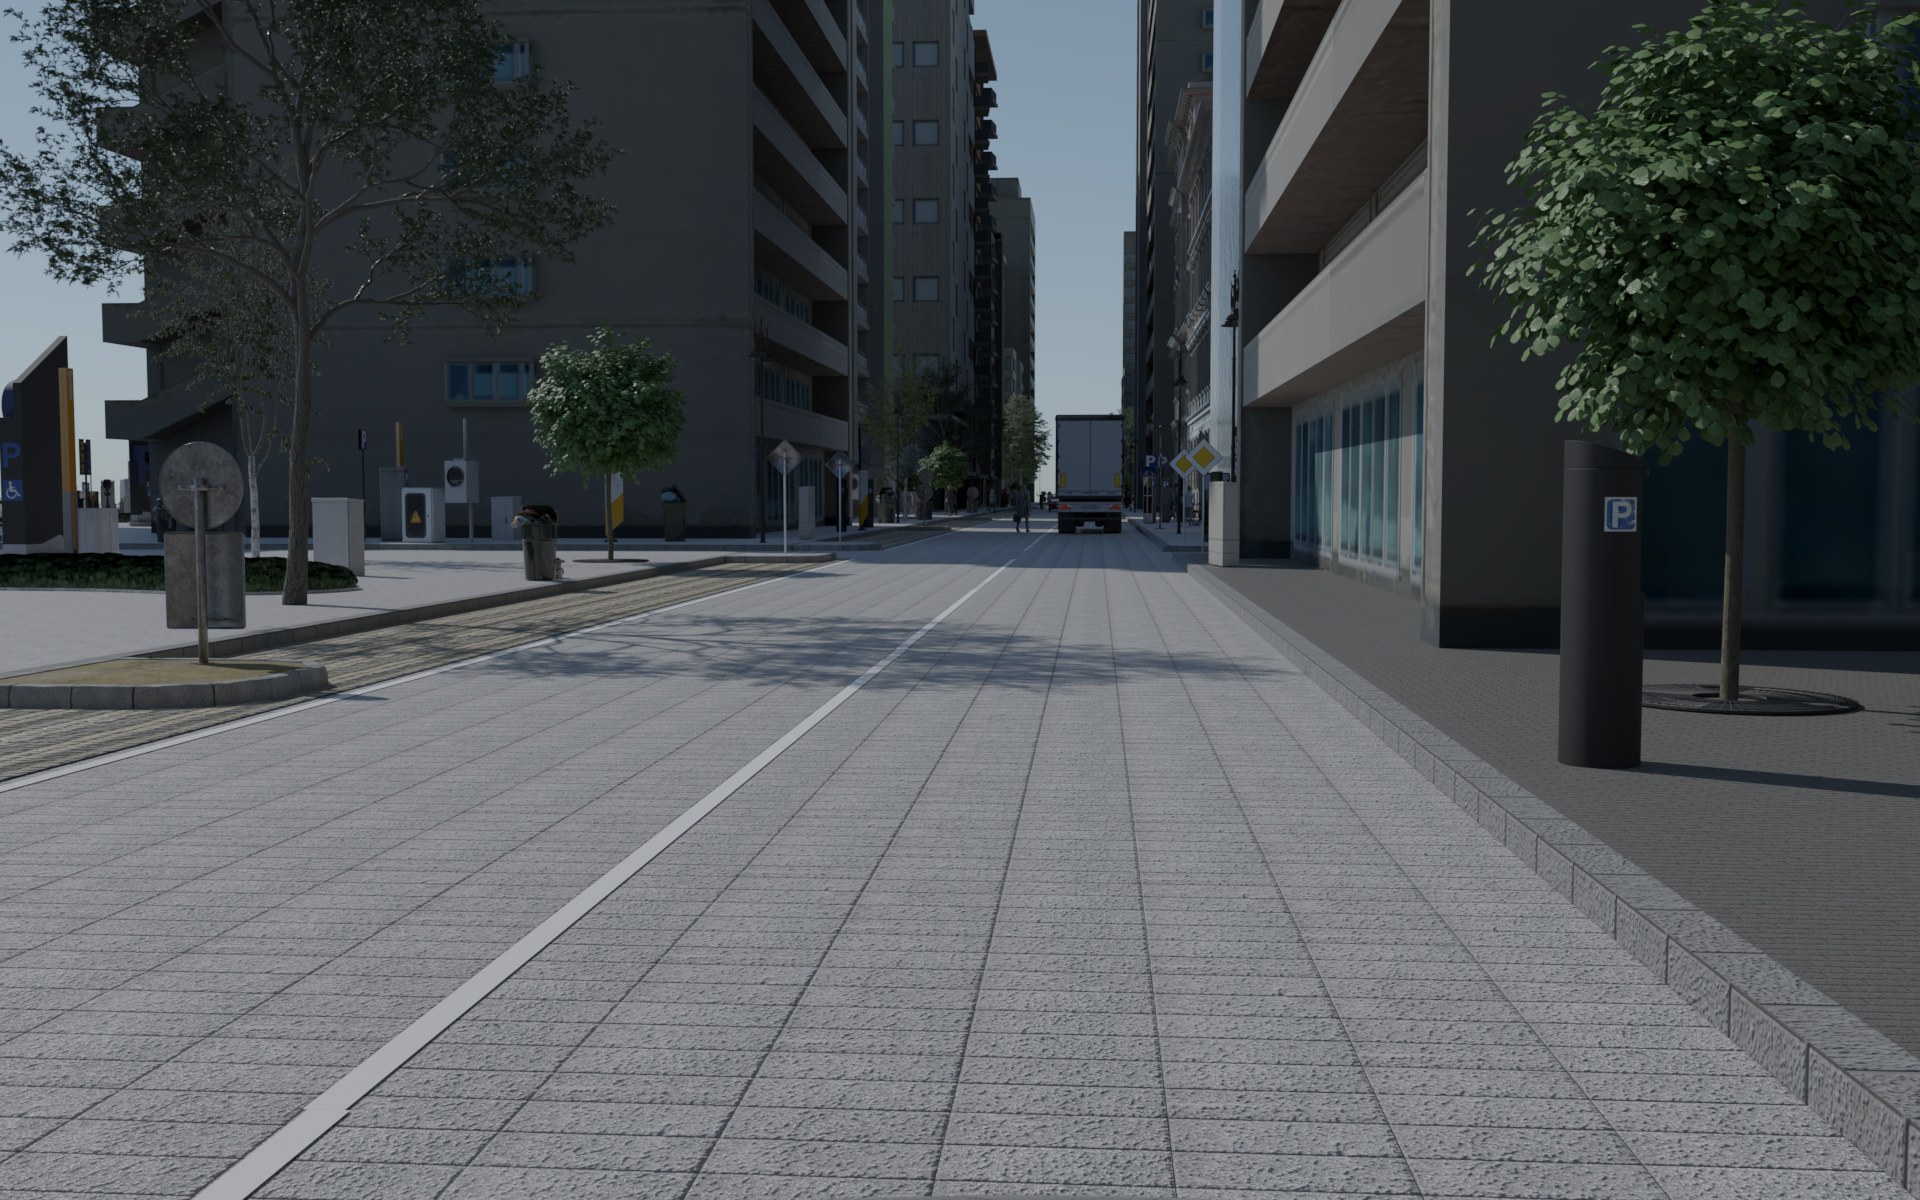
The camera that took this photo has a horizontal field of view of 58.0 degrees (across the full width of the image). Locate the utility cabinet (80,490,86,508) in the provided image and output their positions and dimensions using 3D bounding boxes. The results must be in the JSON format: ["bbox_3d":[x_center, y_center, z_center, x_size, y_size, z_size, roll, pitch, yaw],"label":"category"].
[{"bbox_3d":[-50.612,-5.536,99.200,1.173,1.500,0.318,1,4,17],"label":"utility cabinet"}]

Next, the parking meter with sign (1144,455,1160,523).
[{"bbox_3d":[8.417,-4.900,76.369,0.543,3.016,1.738,0,4,5],"label":"parking meter with sign"}]

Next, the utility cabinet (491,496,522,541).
[{"bbox_3d":[-12.606,-2.260,48.116,1.020,1.237,0.306,3,5,39],"label":"utility cabinet"}]

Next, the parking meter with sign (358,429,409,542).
[{"bbox_3d":[-15.276,-3.091,46.796,1.738,3.016,0.543,0,4,-4],"label":"parking meter with sign"}]

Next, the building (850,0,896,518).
[{"bbox_3d":[-11.244,-24.981,92.042,14.154,41.232,14.086,0,4,4],"label":"building"}]

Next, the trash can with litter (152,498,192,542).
[{"bbox_3d":[-20.770,-2.109,45.870,1.055,1.170,0.624,-2,4,-34],"label":"trash can with litter"}]

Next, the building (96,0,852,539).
[{"bbox_3d":[-15.821,-26.655,59.507,21.300,48.544,21.600,0,4,4],"label":"building"}]

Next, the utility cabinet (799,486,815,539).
[{"bbox_3d":[-4.360,-2.479,49.213,0.318,1.500,1.173,0,4,4],"label":"utility cabinet"}]

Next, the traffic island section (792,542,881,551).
[{"bbox_3d":[-3.149,-1.390,45.005,2.009,0.180,2.903,0,4,4],"label":"traffic island section"}]

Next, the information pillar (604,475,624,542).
[{"bbox_3d":[-9.239,-3.352,46.165,0.504,3.616,0.183,0,4,-5],"label":"information pillar"}]

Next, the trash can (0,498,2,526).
[{"bbox_3d":[-38.117,-3.498,68.846,0.748,1.137,0.748,0,3,0],"label":"trash can"}]

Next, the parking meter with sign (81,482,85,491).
[{"bbox_3d":[-53.364,-6.697,105.758,0.543,3.016,1.738,-2,4,-30],"label":"parking meter with sign"}]

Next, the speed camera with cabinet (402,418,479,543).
[{"bbox_3d":[-13.641,-3.123,45.391,2.038,3.252,0.660,1,4,20],"label":"speed camera with cabinet"}]

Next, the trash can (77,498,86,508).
[{"bbox_3d":[-31.060,-3.002,60.732,0.748,1.137,0.748,0,3,0],"label":"trash can"}]

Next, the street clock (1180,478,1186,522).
[{"bbox_3d":[10.139,-4.564,79.199,0.358,2.002,0.471,-1,4,-10],"label":"street clock"}]

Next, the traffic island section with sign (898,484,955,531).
[{"bbox_3d":[-1.355,-3.622,67.840,1.989,1.847,2.006,0,4,4],"label":"traffic island section with sign"}]

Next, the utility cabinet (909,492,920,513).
[{"bbox_3d":[-3.050,-6.566,116.036,0.318,1.500,1.173,-2,4,-26],"label":"utility cabinet"}]

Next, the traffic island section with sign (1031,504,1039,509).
[{"bbox_3d":[6.754,-9.949,171.287,1.989,1.847,2.006,0,4,4],"label":"traffic island section with sign"}]

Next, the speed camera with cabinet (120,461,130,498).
[{"bbox_3d":[-49.302,-6.709,104.021,0.660,3.252,2.038,3,4,38],"label":"speed camera with cabinet"}]

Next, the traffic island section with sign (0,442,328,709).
[{"bbox_3d":[-5.712,-0.232,12.420,1.989,1.847,2.006,0,4,4],"label":"traffic island section with sign"}]

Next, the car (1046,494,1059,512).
[{"bbox_3d":[8.164,-8.164,142.525,2.155,1.783,4.494,0,4,3],"label":"car"}]

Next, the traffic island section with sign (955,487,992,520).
[{"bbox_3d":[0.748,-5.265,94.713,1.989,1.847,2.006,0,4,4],"label":"traffic island section with sign"}]

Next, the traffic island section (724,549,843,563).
[{"bbox_3d":[-3.773,-0.903,37.044,2.009,0.180,2.903,0,4,4],"label":"traffic island section"}]

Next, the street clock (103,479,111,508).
[{"bbox_3d":[-41.286,-4.851,83.886,0.471,2.002,0.358,3,5,44],"label":"street clock"}]

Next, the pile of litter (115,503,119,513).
[{"bbox_3d":[-47.975,-5.118,97.639,1.176,0.858,1.719,3,5,45],"label":"pile of litter"}]

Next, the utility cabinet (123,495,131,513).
[{"bbox_3d":[-38.434,-4.229,80.311,0.306,1.237,1.020,0,4,-5],"label":"utility cabinet"}]

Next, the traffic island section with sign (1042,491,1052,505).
[{"bbox_3d":[11.090,-13.335,226.657,1.989,1.847,2.006,0,4,4],"label":"traffic island section with sign"}]

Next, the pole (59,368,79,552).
[{"bbox_3d":[-14.459,-2.096,28.108,0.158,3.312,0.155,0,3,0],"label":"pole"}]

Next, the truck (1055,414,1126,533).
[{"bbox_3d":[4.990,-4.746,66.514,2.839,4.237,11.283,0,4,4],"label":"truck"}]

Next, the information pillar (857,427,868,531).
[{"bbox_3d":[-3.394,-4.236,60.616,0.183,3.616,0.504,2,4,28],"label":"information pillar"}]

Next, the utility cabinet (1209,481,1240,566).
[{"bbox_3d":[4.709,-1.355,30.828,0.318,1.500,1.173,0,4,-4],"label":"utility cabinet"}]

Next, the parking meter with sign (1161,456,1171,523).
[{"bbox_3d":[9.271,-5.033,78.556,0.543,3.016,1.738,0,3,0],"label":"parking meter with sign"}]

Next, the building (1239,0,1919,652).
[{"bbox_3d":[15.421,-24.394,22.544,21.300,48.544,21.600,0,4,4],"label":"building"}]

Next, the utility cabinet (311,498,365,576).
[{"bbox_3d":[-9.806,-0.989,27.340,1.020,1.237,0.306,3,4,38],"label":"utility cabinet"}]

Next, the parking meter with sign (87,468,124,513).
[{"bbox_3d":[-46.354,-5.993,94.245,1.738,3.016,0.543,-2,4,-26],"label":"parking meter with sign"}]

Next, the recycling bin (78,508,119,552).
[{"bbox_3d":[-15.555,-1.126,30.969,0.722,1.027,0.722,0,4,0],"label":"recycling bin"}]

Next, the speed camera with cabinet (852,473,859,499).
[{"bbox_3d":[-5.065,-5.089,77.542,2.038,3.252,0.660,3,5,41],"label":"speed camera with cabinet"}]

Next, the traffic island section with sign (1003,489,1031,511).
[{"bbox_3d":[4.638,-8.305,144.414,1.989,1.847,2.006,0,4,4],"label":"traffic island section with sign"}]

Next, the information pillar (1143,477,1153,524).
[{"bbox_3d":[8.074,-4.275,74.387,0.304,2.012,0.304,-2,4,-31],"label":"information pillar"}]

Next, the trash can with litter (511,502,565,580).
[{"bbox_3d":[-6.293,-0.891,25.960,0.624,1.170,1.055,0,4,-1],"label":"trash can with litter"}]

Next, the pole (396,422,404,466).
[{"bbox_3d":[-15.850,-3.378,49.078,0.158,3.312,0.155,0,3,0],"label":"pole"}]
